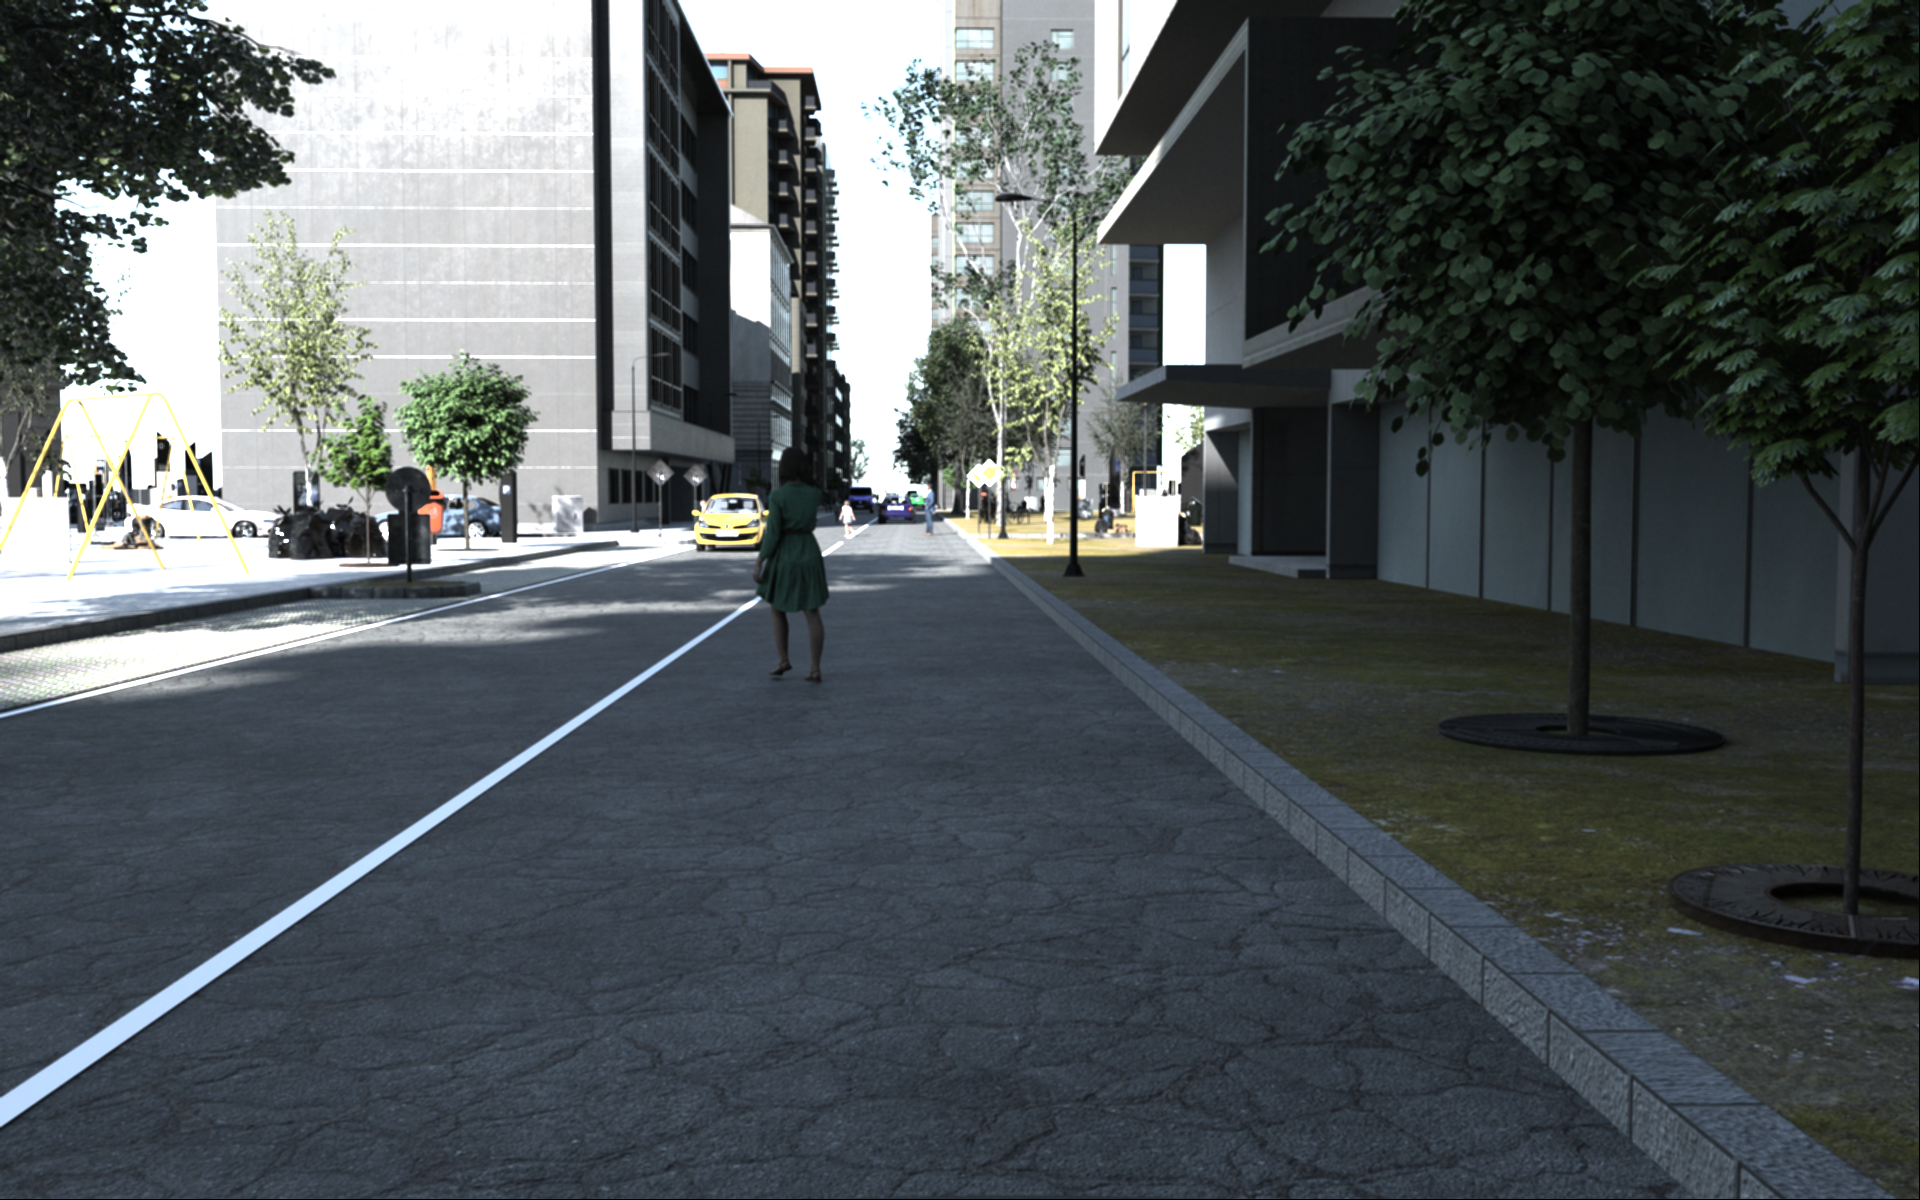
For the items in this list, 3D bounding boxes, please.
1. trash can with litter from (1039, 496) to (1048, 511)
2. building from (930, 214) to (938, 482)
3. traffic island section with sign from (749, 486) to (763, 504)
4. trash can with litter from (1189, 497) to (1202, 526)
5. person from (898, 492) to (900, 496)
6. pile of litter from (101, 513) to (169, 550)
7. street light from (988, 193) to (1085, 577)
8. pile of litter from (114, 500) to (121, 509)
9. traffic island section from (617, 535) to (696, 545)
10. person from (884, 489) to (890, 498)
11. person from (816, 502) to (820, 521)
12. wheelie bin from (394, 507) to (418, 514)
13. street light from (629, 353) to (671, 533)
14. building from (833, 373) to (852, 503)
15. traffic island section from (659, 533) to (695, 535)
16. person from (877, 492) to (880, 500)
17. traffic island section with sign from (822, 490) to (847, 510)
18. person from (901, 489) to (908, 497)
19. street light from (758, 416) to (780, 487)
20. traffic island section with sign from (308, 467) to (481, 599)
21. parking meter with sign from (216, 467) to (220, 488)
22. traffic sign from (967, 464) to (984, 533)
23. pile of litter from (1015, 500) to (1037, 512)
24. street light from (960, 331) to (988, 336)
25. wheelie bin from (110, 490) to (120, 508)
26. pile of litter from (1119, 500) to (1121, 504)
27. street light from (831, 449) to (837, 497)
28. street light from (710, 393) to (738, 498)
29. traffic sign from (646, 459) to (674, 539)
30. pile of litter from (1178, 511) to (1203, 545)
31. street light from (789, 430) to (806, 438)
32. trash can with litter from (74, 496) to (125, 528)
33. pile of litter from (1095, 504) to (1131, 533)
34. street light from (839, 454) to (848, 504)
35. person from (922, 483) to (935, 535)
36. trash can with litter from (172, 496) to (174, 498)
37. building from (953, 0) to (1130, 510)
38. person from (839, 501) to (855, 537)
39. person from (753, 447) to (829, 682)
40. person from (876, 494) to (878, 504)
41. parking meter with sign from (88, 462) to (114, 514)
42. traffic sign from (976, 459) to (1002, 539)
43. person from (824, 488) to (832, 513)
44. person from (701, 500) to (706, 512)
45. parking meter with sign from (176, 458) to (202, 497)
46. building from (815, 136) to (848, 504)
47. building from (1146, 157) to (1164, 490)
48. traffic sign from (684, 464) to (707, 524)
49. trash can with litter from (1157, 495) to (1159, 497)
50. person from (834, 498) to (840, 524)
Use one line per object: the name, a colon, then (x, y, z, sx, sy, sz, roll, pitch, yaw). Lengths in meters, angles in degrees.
trash can with litter: (6.283, -7.235, 129.685, 0.624, 1.170, 1.055, 1, 4, 18)
building: (2.673, -34.900, 254.202, 14.154, 41.232, 14.086, 0, 4, -2)
traffic island section with sign: (-9.425, -4.388, 80.371, 1.989, 1.847, 2.006, 0, 4, -2)
trash can with litter: (9.635, -3.528, 69.074, 1.055, 1.170, 0.624, 1, 4, 9)
person: (-9.607, -15.865, 268.614, 0.721, 1.743, 1.217, 0, 4, 7)
pile of litter: (-19.143, -1.601, 40.144, 1.719, 0.858, 1.176, 3, 4, 37)
street light: (1.237, -3.326, 26.924, 1.470, 5.913, 1.316, 0, 4, -2)
pile of litter: (-58.416, -6.464, 119.656, 1.176, 0.858, 1.719, 0, 4, -6)
traffic island section: (-8.573, -1.664, 49.492, 2.009, 0.180, 2.903, 0, 4, -2)
person: (-5.390, -7.255, 127.472, 0.721, 1.781, 0.623, -2, 4, -24)
person: (-7.426, -4.828, 87.556, 0.853, 1.813, 0.709, 3, 5, 40)
wheelie bin: (-15.441, -2.494, 48.685, 0.980, 1.594, 0.693, -1, 4, -19)
street light: (-10.224, -5.177, 57.192, 1.470, 5.913, 1.316, 0, 4, -2)
building: (-30.770, -25.492, 261.826, 27.650, 21.520, 28.899, 0, 4, -2)
traffic island section: (-8.789, -2.153, 57.475, 2.009, 0.180, 2.903, 0, 4, -2)
person: (-13.078, -16.326, 276.145, 0.721, 1.735, 1.217, 3, 5, 40)
traffic island section with sign: (-11.506, -9.086, 157.188, 1.989, 1.847, 2.006, 0, 4, -2)
person: (-4.004, -7.061, 124.302, 0.623, 1.781, 0.721, 1, 4, 13)
street light: (-11.332, -7.946, 102.461, 1.470, 5.913, 1.316, 0, 4, -2)
traffic island section with sign: (-7.904, -0.970, 24.489, 1.989, 1.847, 2.006, 0, 4, -2)
parking meter with sign: (-48.823, -7.079, 111.999, 1.738, 3.016, 0.543, -3, 5, -40)
traffic sign: (0.625, -3.303, 57.647, 0.795, 2.450, 0.064, 0, 4, -2)
pile of litter: (4.801, -6.819, 125.462, 1.719, 0.858, 1.176, 0, 4, -6)
street light: (0.700, -4.714, 49.611, 1.470, 5.913, 1.316, 0, 4, -2)
wheelie bin: (-61.715, -7.256, 126.551, 0.980, 1.594, 0.693, 3, 5, 39)
pile of litter: (11.868, -7.207, 131.807, 1.176, 0.858, 1.719, -2, 4, -24)
street light: (-13.568, -12.643, 179.248, 1.470, 5.913, 1.316, 0, 4, -2)
street light: (-10.911, -6.555, 79.715, 1.470, 5.913, 1.316, 0, 4, -2)
traffic sign: (-8.550, -2.801, 49.431, 0.795, 2.450, 0.064, 0, 4, -2)
pile of litter: (5.747, -1.824, 43.793, 1.176, 0.858, 1.719, -2, 4, -29)
street light: (-12.079, -9.324, 124.982, 1.470, 5.913, 1.316, 0, 4, -2)
trash can with litter: (-32.832, -3.390, 66.484, 2.233, 1.210, 1.678, -2, 4, -31)
pile of litter: (5.183, -2.696, 58.047, 1.719, 0.858, 1.176, -3, 5, -43)
street light: (-14.105, -14.020, 201.775, 1.470, 5.913, 1.316, 0, 4, -2)
person: (-1.064, -3.156, 60.278, 0.419, 1.800, 0.721, -1, 4, -13)
trash can with litter: (-41.374, -4.907, 91.283, 2.233, 1.210, 1.678, 0, 4, 8)
building: (6.410, -28.151, 143.859, 14.154, 41.232, 14.086, 0, 4, -2)
person: (-3.785, -2.727, 58.096, 0.505, 1.210, 0.382, -2, 4, -35)
person: (-1.268, -0.279, 13.308, 0.600, 1.795, 0.529, -3, 5, -41)
person: (-11.747, -14.166, 243.375, 0.557, 1.426, 1.065, 1, 4, 22)
parking meter with sign: (-46.737, -5.961, 93.731, 1.738, 3.016, 0.543, 0, 4, -7)
traffic sign: (0.842, -2.815, 49.665, 0.795, 2.450, 0.064, 0, 4, -2)
person: (-9.989, -7.513, 130.697, 0.648, 1.900, 0.474, 1, 4, 9)
person: (-8.856, -2.868, 60.408, 0.382, 1.210, 0.505, -2, 4, -27)
parking meter with sign: (-36.880, -5.268, 82.385, 0.543, 3.016, 1.738, 1, 4, 19)
building: (-27.308, -37.397, 231.049, 23.786, 49.044, 30.456, 0, 4, -2)
building: (8.733, -38.110, 165.091, 21.231, 58.520, 28.212, 0, 4, -2)
traffic sign: (-8.766, -3.289, 57.414, 0.795, 2.450, 0.064, 0, 4, -2)
trash can with litter: (14.821, -7.349, 131.208, 1.678, 1.210, 2.233, -2, 4, -33)
person: (-5.854, -4.250, 82.676, 0.352, 1.250, 0.332, 1, 4, 16)
